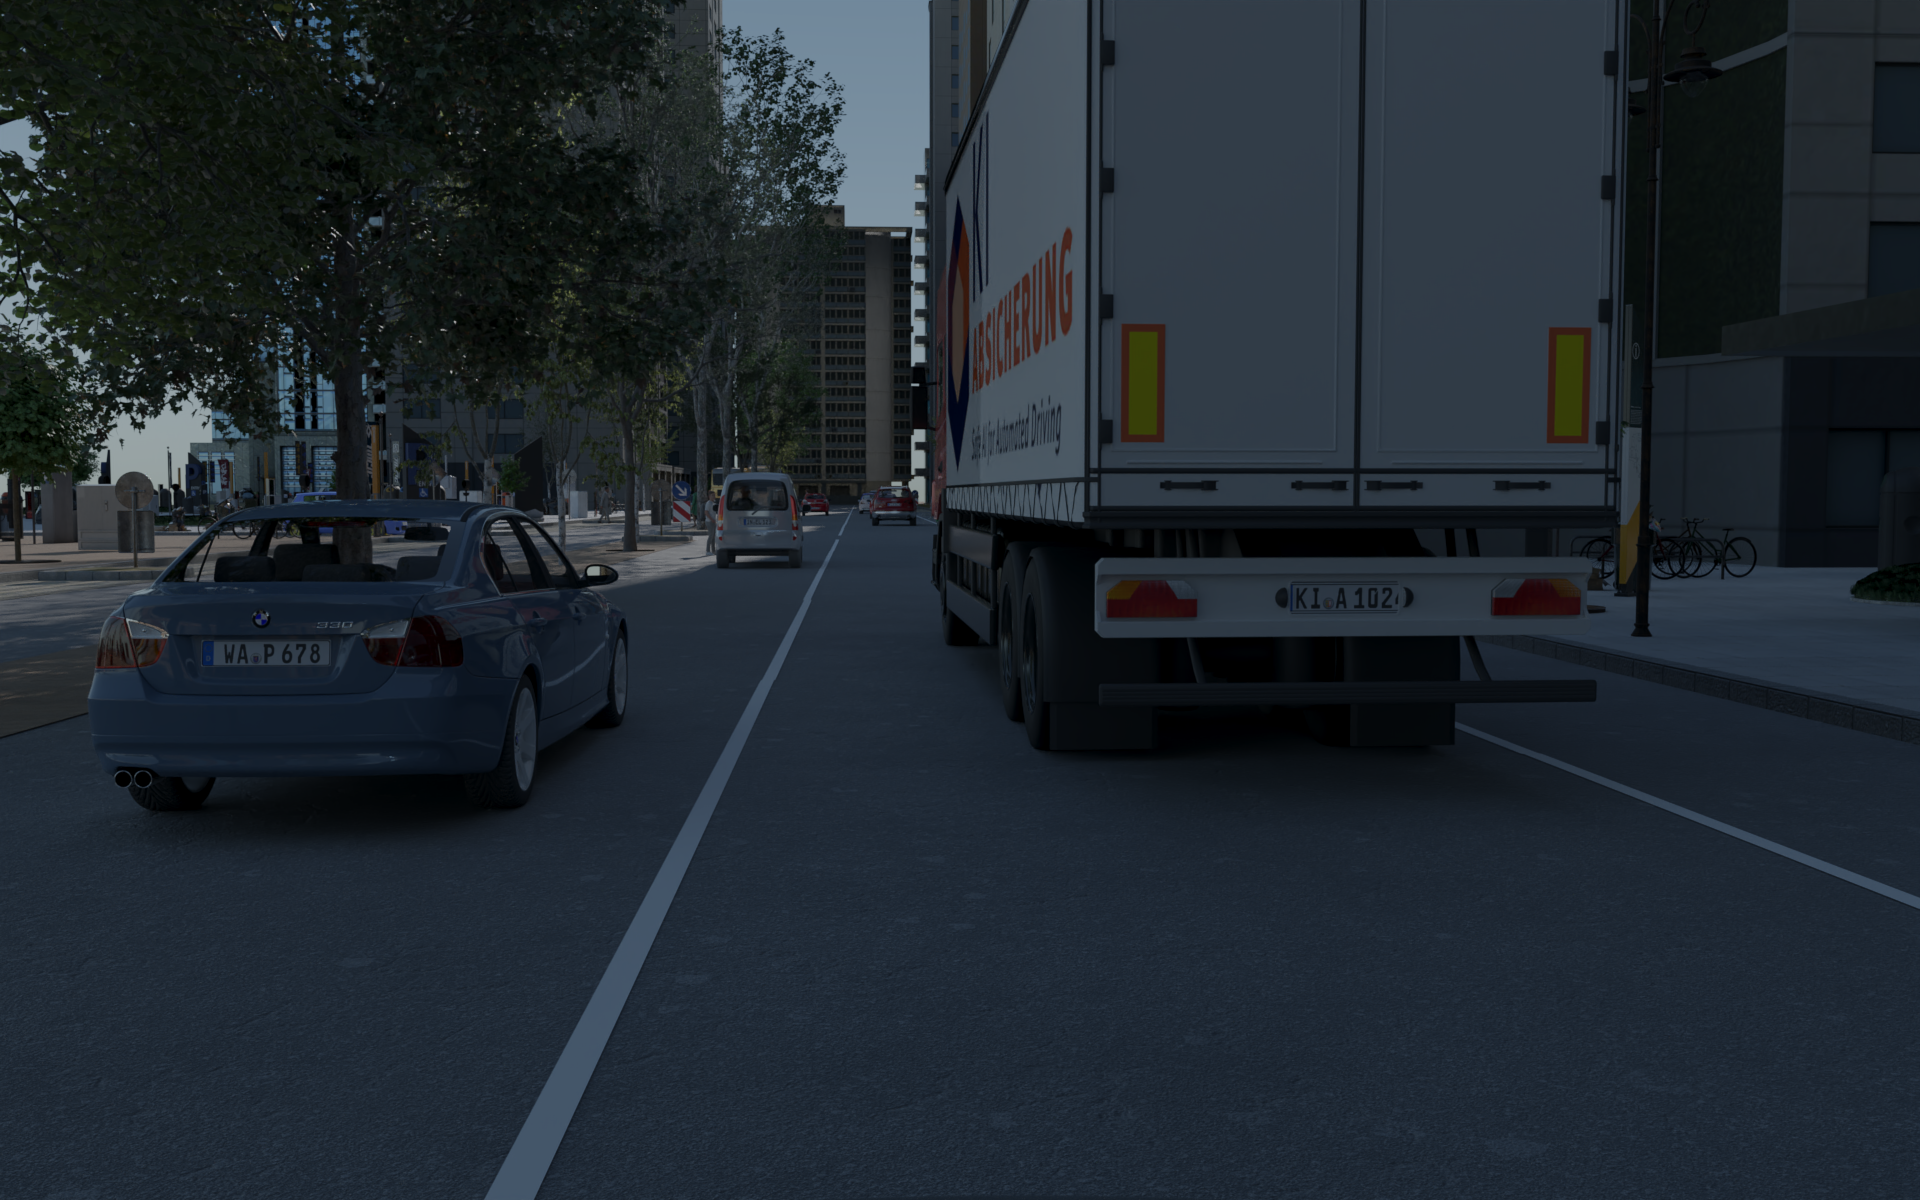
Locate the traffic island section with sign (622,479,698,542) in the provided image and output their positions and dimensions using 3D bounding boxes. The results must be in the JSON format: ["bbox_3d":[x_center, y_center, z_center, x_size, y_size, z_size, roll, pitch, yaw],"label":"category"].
[{"bbox_3d":[-9.210,-2.739,52.925,2.006,1.907,1.989,0,4,-3],"label":"traffic island section with sign"}]

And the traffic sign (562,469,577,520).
[{"bbox_3d":[-19.543,-5.290,86.605,0.768,2.556,0.104,0,4,3],"label":"traffic sign"}]

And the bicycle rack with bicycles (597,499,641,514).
[{"bbox_3d":[-22.906,-6.169,114.242,2.852,0.926,2.925,2,4,33],"label":"bicycle rack with bicycles"}]

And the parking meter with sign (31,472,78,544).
[{"bbox_3d":[-23.570,-2.995,45.236,0.543,3.016,1.738,1,4,16],"label":"parking meter with sign"}]

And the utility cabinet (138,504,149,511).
[{"bbox_3d":[-40.036,-4.634,84.438,1.173,1.500,0.318,2,4,32],"label":"utility cabinet"}]

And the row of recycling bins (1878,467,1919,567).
[{"bbox_3d":[15.305,-1.221,27.083,1.069,1.692,3.534,3,5,43],"label":"row of recycling bins"}]

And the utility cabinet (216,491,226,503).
[{"bbox_3d":[-50.311,-6.682,117.930,0.318,1.500,1.173,0,4,-6],"label":"utility cabinet"}]

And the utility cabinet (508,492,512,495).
[{"bbox_3d":[-32.727,-7.197,126.349,0.318,1.500,1.173,-1,4,-18],"label":"utility cabinet"}]

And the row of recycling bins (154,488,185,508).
[{"bbox_3d":[-55.762,-7.069,122.693,3.534,1.692,1.069,-3,5,-40],"label":"row of recycling bins"}]

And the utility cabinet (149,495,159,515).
[{"bbox_3d":[-46.411,-5.406,99.542,0.306,1.237,1.020,0,4,-1],"label":"utility cabinet"}]

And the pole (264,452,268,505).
[{"bbox_3d":[-33.756,-5.534,84.316,0.158,3.312,0.155,0,3,0],"label":"pole"}]

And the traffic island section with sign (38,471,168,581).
[{"bbox_3d":[-14.241,-1.275,29.478,1.989,1.847,2.006,0,4,-3],"label":"traffic island section with sign"}]

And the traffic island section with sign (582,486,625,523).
[{"bbox_3d":[-17.455,-4.686,85.245,1.989,1.847,2.006,0,4,-3],"label":"traffic island section with sign"}]

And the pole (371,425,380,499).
[{"bbox_3d":[-17.349,-3.524,51.459,0.158,3.312,0.155,0,3,0],"label":"pole"}]

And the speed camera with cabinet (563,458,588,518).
[{"bbox_3d":[-20.646,-6.015,92.686,0.660,3.252,2.038,-3,4,-39],"label":"speed camera with cabinet"}]

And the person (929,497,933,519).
[{"bbox_3d":[-1.438,-5.456,98.459,0.760,1.731,0.466,-1,4,-19],"label":"person"}]

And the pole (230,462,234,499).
[{"bbox_3d":[-47.800,-7.300,113.204,0.158,3.312,0.155,0,3,0],"label":"pole"}]

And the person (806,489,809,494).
[{"bbox_3d":[-11.518,-7.436,130.095,0.388,1.821,0.555,0,4,-7],"label":"person"}]

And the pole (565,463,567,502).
[{"bbox_3d":[-26.041,-7.373,114.395,0.158,3.312,0.155,0,3,0],"label":"pole"}]

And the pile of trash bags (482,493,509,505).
[{"bbox_3d":[-27.651,-5.613,101.520,1.912,1.369,3.447,2,4,30],"label":"pile of trash bags"}]

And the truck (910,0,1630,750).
[{"bbox_3d":[1.273,-1.477,13.058,2.839,4.237,11.283,0,4,-5],"label":"truck"}]

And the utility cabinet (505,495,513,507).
[{"bbox_3d":[-24.117,-5.046,93.660,0.306,1.237,1.020,2,4,32],"label":"utility cabinet"}]

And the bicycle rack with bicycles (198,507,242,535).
[{"bbox_3d":[-20.069,-2.245,50.085,2.925,0.926,2.852,0,4,8],"label":"bicycle rack with bicycles"}]

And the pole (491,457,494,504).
[{"bbox_3d":[-24.314,-5.879,89.969,0.158,3.312,0.155,0,3,0],"label":"pole"}]

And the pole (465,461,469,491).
[{"bbox_3d":[-30.460,-6.922,107.024,0.158,3.312,0.155,0,3,0],"label":"pole"}]

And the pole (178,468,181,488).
[{"bbox_3d":[-60.017,-8.524,133.206,0.158,3.312,0.155,0,3,0],"label":"pole"}]

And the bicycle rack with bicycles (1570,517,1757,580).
[{"bbox_3d":[10.797,-0.820,26.792,2.925,0.926,2.852,0,4,6],"label":"bicycle rack with bicycles"}]

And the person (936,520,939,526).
[{"bbox_3d":[-0.994,-3.926,76.940,0.306,1.304,0.590,0,4,8],"label":"person"}]

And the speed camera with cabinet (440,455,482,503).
[{"bbox_3d":[-25.373,-5.732,88.056,2.038,3.252,0.660,0,4,8],"label":"speed camera with cabinet"}]

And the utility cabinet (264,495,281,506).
[{"bbox_3d":[-37.402,-5.096,94.485,0.306,1.237,1.020,3,5,40],"label":"utility cabinet"}]

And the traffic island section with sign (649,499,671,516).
[{"bbox_3d":[-19.023,-6.333,112.175,1.989,1.847,2.006,0,4,-3],"label":"traffic island section with sign"}]

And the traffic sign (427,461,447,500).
[{"bbox_3d":[-15.858,-2.973,52.247,0.795,2.450,0.064,0,4,-3],"label":"traffic sign"}]

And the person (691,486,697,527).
[{"bbox_3d":[-11.260,-4.004,74.217,0.529,1.795,0.600,2,4,29],"label":"person"}]

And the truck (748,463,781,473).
[{"bbox_3d":[-17.957,-10.365,158.377,2.839,4.237,11.283,0,4,-2],"label":"truck"}]

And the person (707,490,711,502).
[{"bbox_3d":[-20.529,-8.114,141.722,0.434,1.755,0.990,0,4,-4],"label":"person"}]

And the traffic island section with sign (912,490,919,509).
[{"bbox_3d":[-4.371,-9.467,163.405,1.989,1.847,2.006,0,4,-3],"label":"traffic island section with sign"}]

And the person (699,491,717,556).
[{"bbox_3d":[-5.799,-1.793,40.419,0.523,1.515,0.503,-1,4,-22],"label":"person"}]

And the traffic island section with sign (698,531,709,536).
[{"bbox_3d":[-9.627,-3.192,60.320,2.006,1.907,1.989,0,4,-3],"label":"traffic island section with sign"}]

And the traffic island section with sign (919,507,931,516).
[{"bbox_3d":[-1.497,-6.430,113.762,1.989,1.847,2.006,0,4,-3],"label":"traffic island section with sign"}]

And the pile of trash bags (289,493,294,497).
[{"bbox_3d":[-46.991,-6.787,120.715,1.912,1.369,3.447,-2,4,-31],"label":"pile of trash bags"}]

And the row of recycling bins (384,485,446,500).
[{"bbox_3d":[-24.007,-4.230,76.280,3.534,1.692,1.069,2,4,30],"label":"row of recycling bins"}]

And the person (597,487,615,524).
[{"bbox_3d":[-17.030,-4.554,83.234,0.850,1.792,0.678,0,4,5],"label":"person"}]

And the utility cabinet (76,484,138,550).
[{"bbox_3d":[-19.254,-1.857,39.036,1.173,1.500,0.318,0,4,3],"label":"utility cabinet"}]

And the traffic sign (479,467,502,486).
[{"bbox_3d":[-16.318,-3.460,60.218,0.795,2.450,0.064,0,4,-3],"label":"traffic sign"}]

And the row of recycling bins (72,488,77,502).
[{"bbox_3d":[-54.085,-6.161,107.840,3.534,1.692,1.069,0,4,1],"label":"row of recycling bins"}]

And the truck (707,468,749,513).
[{"bbox_3d":[-17.164,-8.257,130.933,3.469,3.379,9.791,0,4,-2],"label":"truck"}]
